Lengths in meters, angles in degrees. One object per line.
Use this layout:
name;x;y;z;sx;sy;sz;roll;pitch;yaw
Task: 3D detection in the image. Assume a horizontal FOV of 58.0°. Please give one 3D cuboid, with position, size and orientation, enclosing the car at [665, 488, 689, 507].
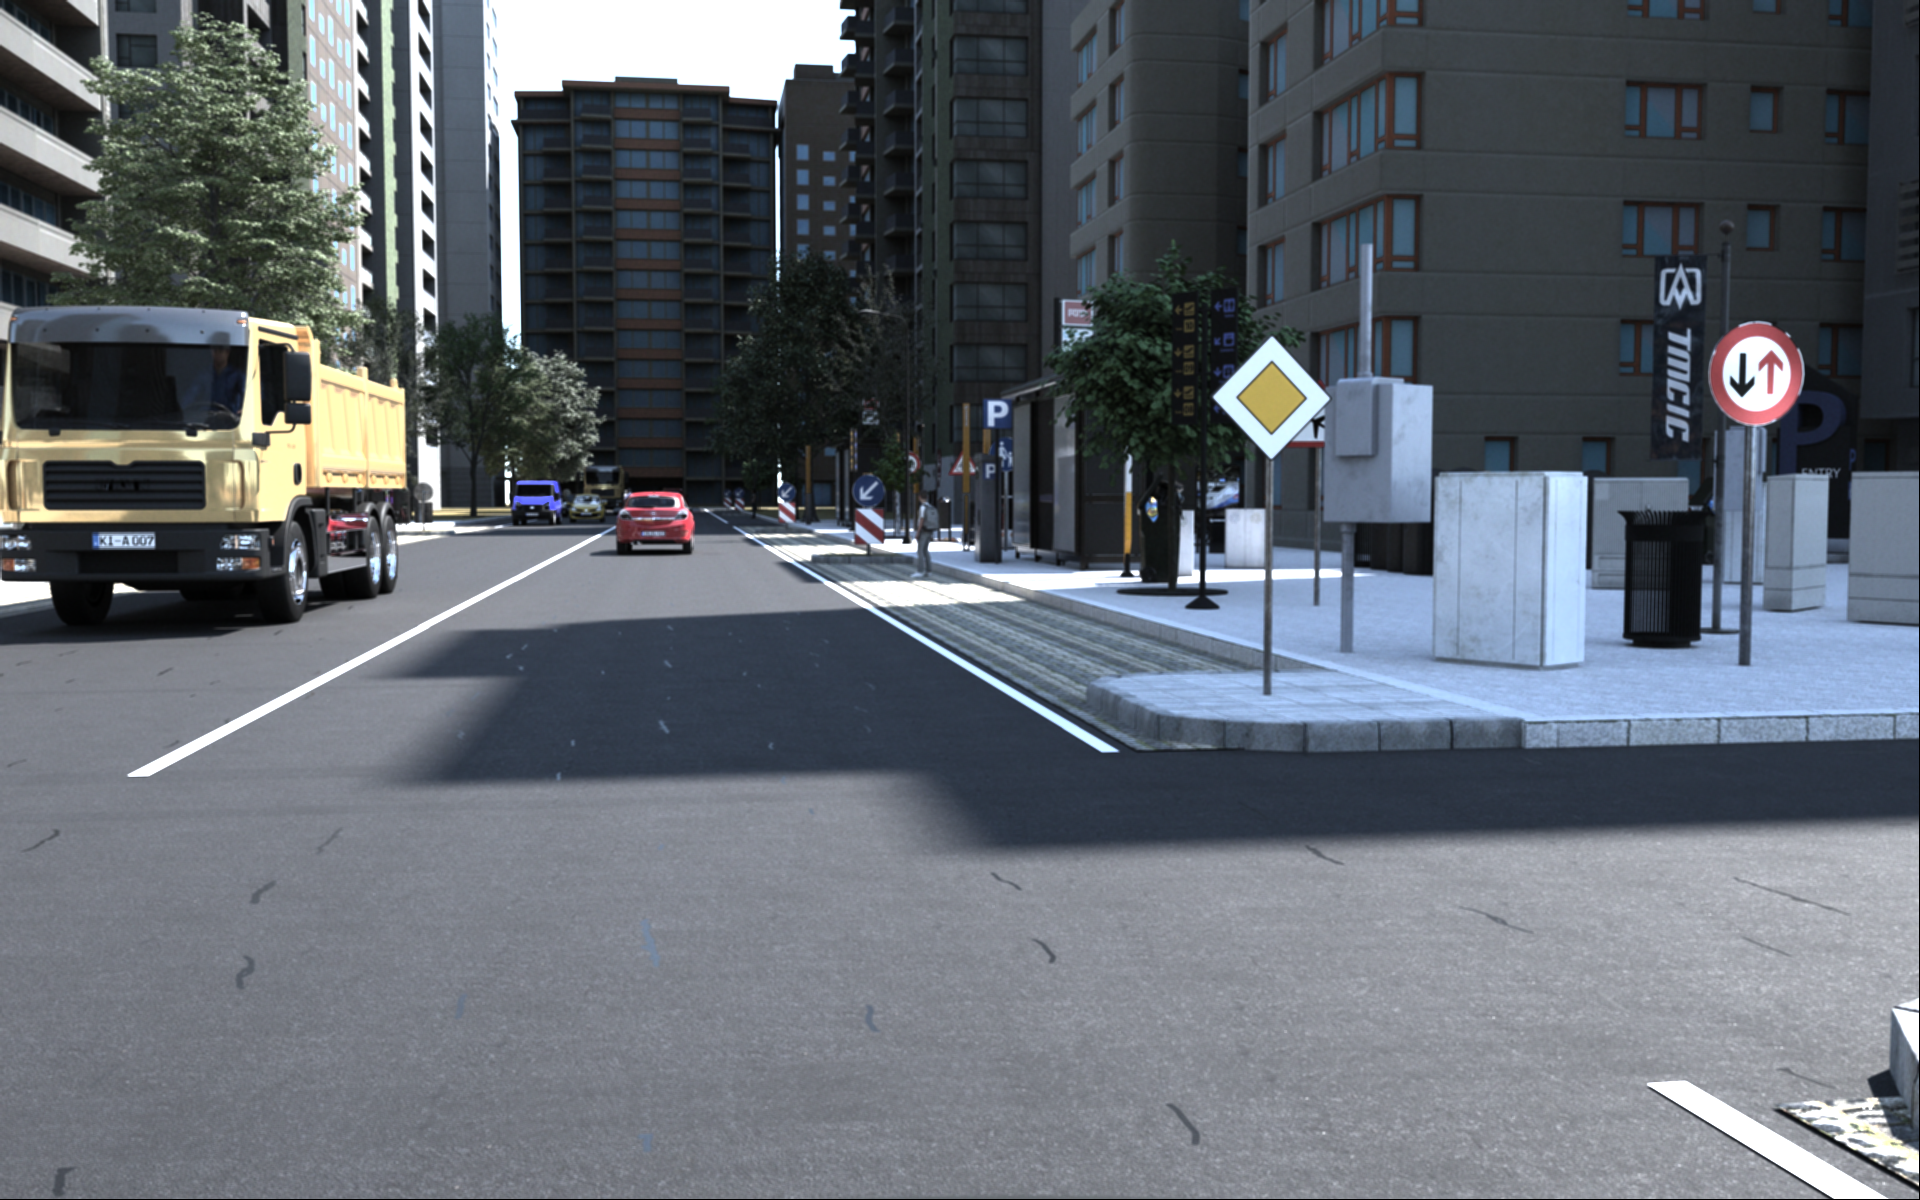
car;-19.086;-6.479;114.609;2.281;1.827;5.304;-1;4;-11

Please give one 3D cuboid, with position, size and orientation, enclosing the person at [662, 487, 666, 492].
person;-15.638;-5.083;91.585;0.705;1.826;1.348;1;4;9

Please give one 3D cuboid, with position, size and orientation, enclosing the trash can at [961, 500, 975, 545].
trash can;0.388;-1.952;43.576;0.748;1.137;0.748;0;3;0

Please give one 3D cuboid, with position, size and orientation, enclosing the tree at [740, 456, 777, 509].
tree;-16.833;-9.852;144.789;4.285;4.588;4.351;0;3;0

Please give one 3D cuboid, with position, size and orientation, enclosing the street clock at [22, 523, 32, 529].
street clock;-15.807;-1.518;29.391;0.471;2.002;0.358;0;4;-1

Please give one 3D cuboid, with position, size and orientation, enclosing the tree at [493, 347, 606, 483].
tree;-36.069;-14.959;151.233;9.857;13.997;8.962;0;3;0

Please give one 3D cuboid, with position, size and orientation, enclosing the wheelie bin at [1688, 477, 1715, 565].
wheelie bin;13.751;-1.452;31.641;0.693;1.594;0.980;0;4;-1

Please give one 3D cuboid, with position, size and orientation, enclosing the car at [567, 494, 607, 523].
car;-18.918;-4.755;87.965;2.015;1.641;3.980;-1;4;-10

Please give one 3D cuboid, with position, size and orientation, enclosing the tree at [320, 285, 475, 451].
tree;-25.378;-8.776;77.892;7.601;10.594;8.767;0;4;1

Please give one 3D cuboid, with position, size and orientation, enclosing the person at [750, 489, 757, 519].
person;-12.171;-5.646;101.529;0.721;1.735;1.217;-1;4;-12

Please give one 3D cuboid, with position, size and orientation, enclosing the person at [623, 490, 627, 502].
person;-26.931;-8.002;140.065;0.721;1.736;1.217;0;4;8

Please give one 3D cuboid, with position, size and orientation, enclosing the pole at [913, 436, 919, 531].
pole;-1.523;-4.067;60.338;0.158;3.312;0.155;0;3;0

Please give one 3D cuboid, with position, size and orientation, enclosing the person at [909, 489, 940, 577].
person;-0.626;-1.149;29.881;0.523;1.515;0.503;0;4;-7

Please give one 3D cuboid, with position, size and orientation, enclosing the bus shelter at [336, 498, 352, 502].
bus shelter;-23.271;-4.400;63.222;1.731;3.624;6.357;-1;4;-9

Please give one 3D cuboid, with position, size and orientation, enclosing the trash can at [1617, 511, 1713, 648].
trash can;5.923;-0.180;14.590;0.748;1.137;0.748;0;3;0

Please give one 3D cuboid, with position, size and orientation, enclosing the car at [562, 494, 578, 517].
car;-24.078;-6.031;108.397;2.009;1.686;4.222;0;4;-7

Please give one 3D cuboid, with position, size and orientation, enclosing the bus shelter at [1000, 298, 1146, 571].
bus shelter;2.122;-3.398;33.181;2.179;5.291;8.768;-1;4;-9

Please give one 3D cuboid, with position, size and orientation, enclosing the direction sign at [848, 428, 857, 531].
direction sign;-3.680;-4.147;59.802;0.379;3.537;0.876;1;4;12

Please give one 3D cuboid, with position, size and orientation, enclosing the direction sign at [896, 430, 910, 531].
direction sign;-2.048;-4.217;60.940;0.379;3.537;0.876;3;4;36

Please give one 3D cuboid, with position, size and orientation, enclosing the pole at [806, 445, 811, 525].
pole;-6.353;-4.813;72.540;0.158;3.312;0.155;0;3;0

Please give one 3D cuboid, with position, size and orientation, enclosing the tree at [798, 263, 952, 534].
tree;-2.103;-6.376;54.618;4.360;8.622;3.978;0;3;0

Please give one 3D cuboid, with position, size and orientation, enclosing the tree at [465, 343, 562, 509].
tree;-33.949;-12.946;129.790;7.486;12.596;7.792;0;3;0

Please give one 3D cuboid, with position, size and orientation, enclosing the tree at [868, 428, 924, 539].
tree;-1.787;-3.411;50.365;1.663;3.219;1.824;0;3;0

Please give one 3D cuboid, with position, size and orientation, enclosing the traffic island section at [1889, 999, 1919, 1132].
traffic island section;3.261;1.167;3.197;2.009;0.180;2.903;-1;4;-9

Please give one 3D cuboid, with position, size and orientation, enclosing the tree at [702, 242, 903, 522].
tree;-7.015;-9.921;79.221;9.611;12.733;9.660;0;3;0

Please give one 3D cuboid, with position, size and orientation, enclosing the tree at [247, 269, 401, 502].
tree;-20.675;-6.373;54.555;4.360;8.622;3.978;0;3;0

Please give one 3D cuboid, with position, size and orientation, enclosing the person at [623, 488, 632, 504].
person;-16.228;-4.642;85.334;0.756;1.711;0.436;-1;4;-17

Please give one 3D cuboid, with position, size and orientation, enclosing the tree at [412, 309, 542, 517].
tree;-27.311;-10.490;97.259;9.928;11.665;9.643;0;3;0

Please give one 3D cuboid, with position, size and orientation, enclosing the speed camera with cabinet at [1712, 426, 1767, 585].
speed camera with cabinet;11.055;-1.838;24.389;0.660;3.252;2.038;2;4;32

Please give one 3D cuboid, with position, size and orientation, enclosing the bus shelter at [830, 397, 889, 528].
bus shelter;-3.983;-5.600;69.189;2.179;5.291;8.768;-1;4;-9

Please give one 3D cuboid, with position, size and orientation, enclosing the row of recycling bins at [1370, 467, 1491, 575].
row of recycling bins;7.557;-1.283;28.084;1.069;1.692;3.534;0;4;-7

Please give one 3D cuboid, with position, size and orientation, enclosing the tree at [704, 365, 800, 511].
tree;-15.512;-12.564;131.178;9.928;11.665;9.643;0;3;0

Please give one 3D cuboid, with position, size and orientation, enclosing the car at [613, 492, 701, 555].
car;-7.474;-2.055;42.637;2.155;1.783;4.494;0;4;-8

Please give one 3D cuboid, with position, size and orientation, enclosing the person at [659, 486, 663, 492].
person;-15.975;-5.174;92.721;1.348;1.869;0.705;-1;4;-11

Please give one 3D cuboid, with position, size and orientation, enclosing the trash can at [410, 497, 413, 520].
trash can;-25.821;-4.218;80.619;0.748;1.137;0.748;0;3;0

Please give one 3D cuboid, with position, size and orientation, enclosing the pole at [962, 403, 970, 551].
pole;0.140;-2.762;38.998;0.158;3.312;0.155;0;3;0

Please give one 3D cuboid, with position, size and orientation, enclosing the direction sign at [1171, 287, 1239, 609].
direction sign;2.719;-1.672;19.329;0.876;3.537;0.379;3;5;44

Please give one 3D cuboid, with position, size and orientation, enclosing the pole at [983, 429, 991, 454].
pole;0.617;-2.809;39.776;0.158;3.312;0.155;0;3;0

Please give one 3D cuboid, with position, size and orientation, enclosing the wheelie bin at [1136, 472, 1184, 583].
wheelie bin;2.923;-1.060;25.244;0.693;1.594;0.980;0;4;4

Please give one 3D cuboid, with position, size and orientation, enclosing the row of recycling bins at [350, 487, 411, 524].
row of recycling bins;-25.438;-4.109;74.297;3.534;1.692;1.069;-1;4;-23

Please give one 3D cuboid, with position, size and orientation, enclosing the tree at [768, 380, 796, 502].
tree;-10.456;-9.345;103.157;4.360;8.622;3.978;0;3;0

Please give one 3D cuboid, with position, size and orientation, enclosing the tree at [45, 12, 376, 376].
tree;-17.584;-7.538;41.381;7.486;12.596;7.792;0;3;0

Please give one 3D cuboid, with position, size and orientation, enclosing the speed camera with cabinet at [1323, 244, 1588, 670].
speed camera with cabinet;3.802;-1.166;13.406;0.660;3.252;2.038;-3;5;-39

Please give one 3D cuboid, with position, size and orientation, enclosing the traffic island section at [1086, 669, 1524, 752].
traffic island section;1.982;0.685;11.080;2.009;0.180;2.903;-1;4;-9

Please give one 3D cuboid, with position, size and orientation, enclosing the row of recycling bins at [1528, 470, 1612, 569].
row of recycling bins;9.655;-1.421;30.339;3.534;1.692;1.069;2;4;25

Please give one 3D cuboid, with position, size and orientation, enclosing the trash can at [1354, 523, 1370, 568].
trash can;7.131;-1.148;30.420;0.748;1.137;0.748;0;3;0

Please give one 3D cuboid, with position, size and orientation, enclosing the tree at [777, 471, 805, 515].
tree;-10.484;-6.982;108.765;1.663;3.219;1.824;0;3;0

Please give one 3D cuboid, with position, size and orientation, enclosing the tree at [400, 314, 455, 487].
tree;-22.910;-7.317;69.988;4.360;8.622;3.978;0;3;0

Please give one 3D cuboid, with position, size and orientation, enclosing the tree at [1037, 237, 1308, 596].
tree;2.723;-2.367;22.415;4.285;4.588;4.351;0;3;0

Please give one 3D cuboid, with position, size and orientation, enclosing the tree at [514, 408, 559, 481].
tree;-35.464;-11.797;143.245;4.360;8.622;3.978;0;3;0
